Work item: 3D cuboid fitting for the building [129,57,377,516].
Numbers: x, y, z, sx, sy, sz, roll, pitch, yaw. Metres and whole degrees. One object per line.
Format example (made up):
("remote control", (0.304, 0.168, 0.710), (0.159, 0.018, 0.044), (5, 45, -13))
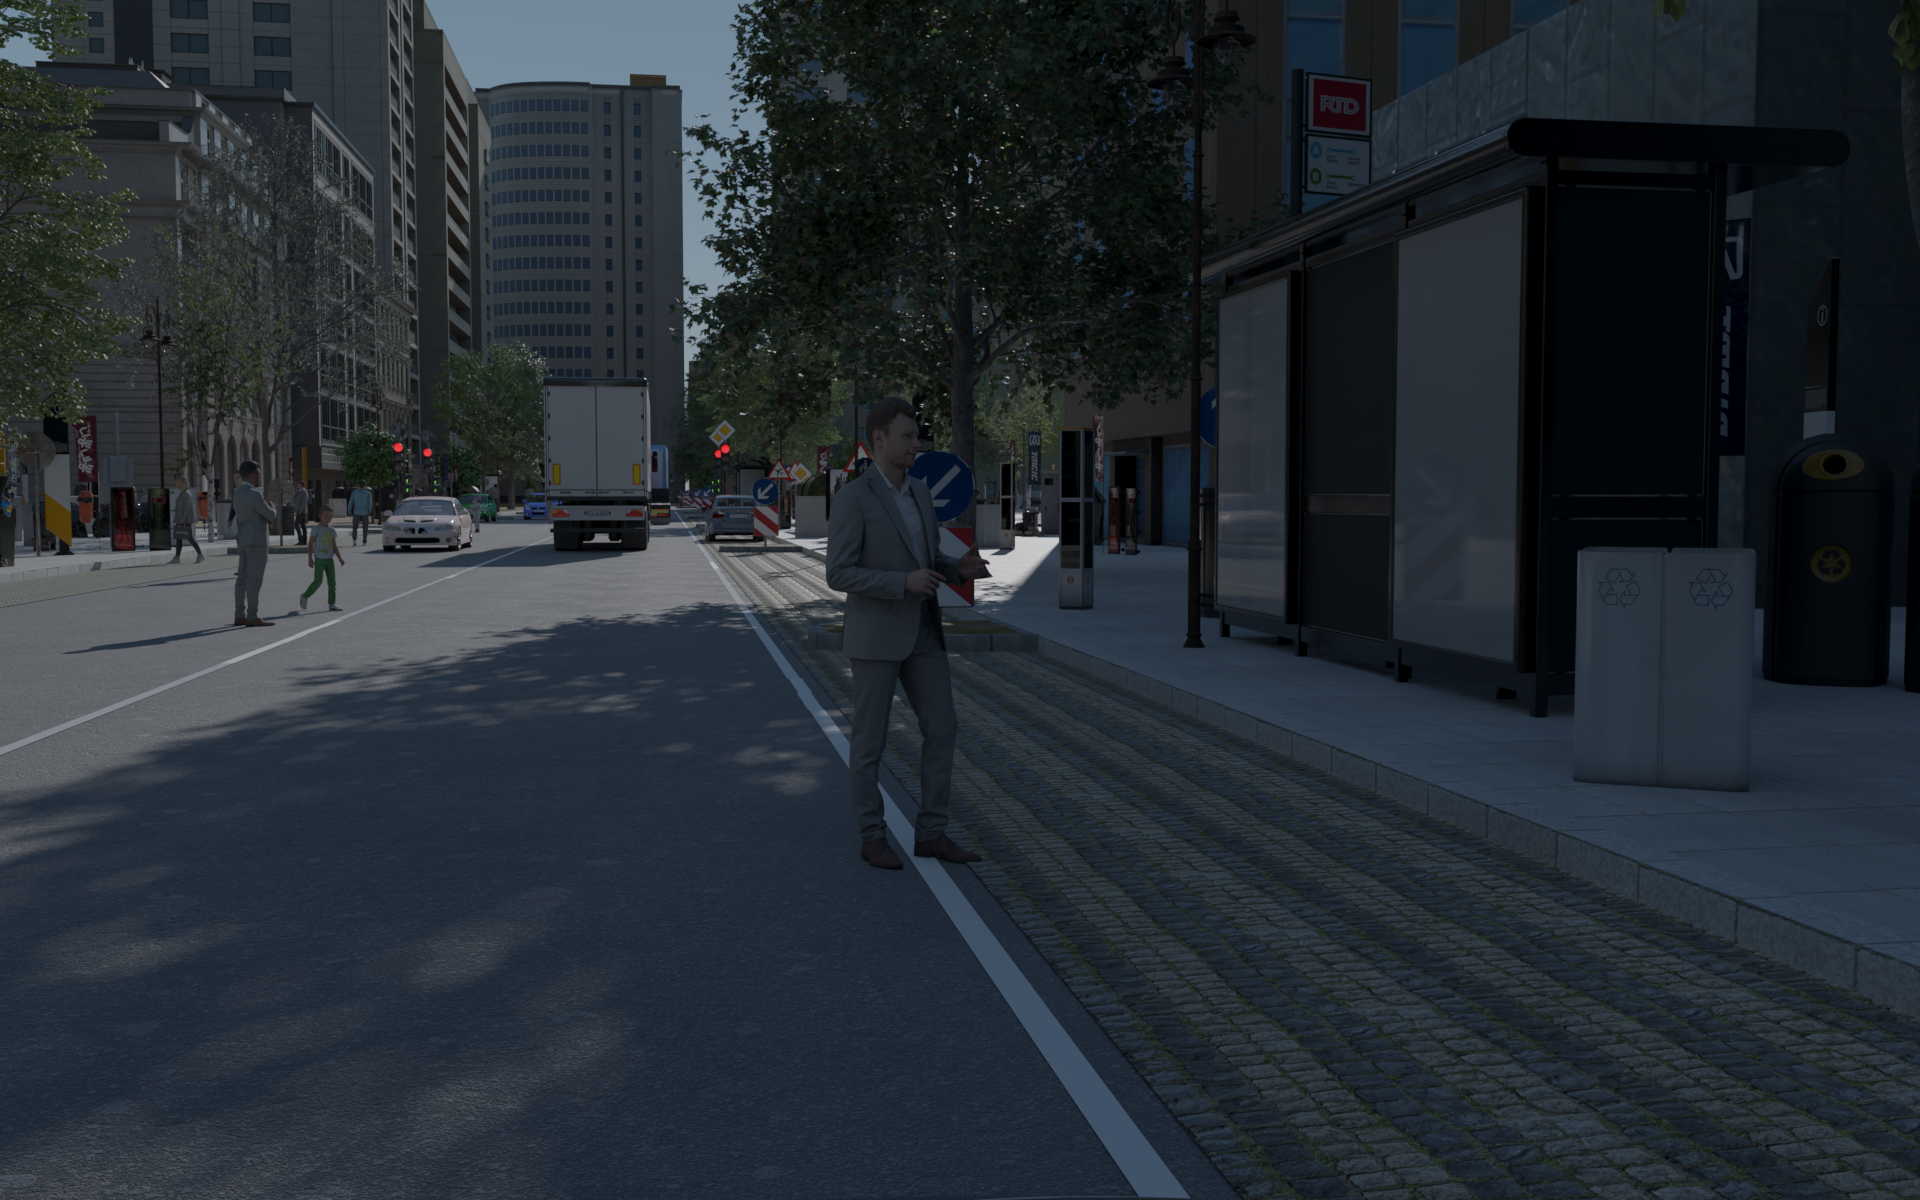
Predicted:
("building", (-46.440, -19.410, 110.854), (14.314, 27.812, 24.014), (-1, 4, -10))

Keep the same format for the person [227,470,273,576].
("person", (-12.325, -1.317, 29.812), (0.659, 1.850, 0.755), (1, 4, 19))

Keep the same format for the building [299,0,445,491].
("building", (-56.627, -43.615, 151.350), (20.563, 71.187, 20.611), (-1, 4, -10))

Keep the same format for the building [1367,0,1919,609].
("building", (20.569, -42.874, 13.658), (22.319, 86.520, 31.000), (-1, 4, -10))

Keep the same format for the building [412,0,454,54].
("building", (-61.009, -33.598, 173.035), (21.300, 48.544, 21.600), (-1, 4, -10))

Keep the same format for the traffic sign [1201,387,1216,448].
("traffic sign", (3.111, -1.232, 20.255), (0.768, 2.556, 0.104), (0, 4, 0))

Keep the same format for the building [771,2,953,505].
("building", (-11.550, -40.439, 203.169), (21.231, 58.520, 28.212), (-1, 4, -10))

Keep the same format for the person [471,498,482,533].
("person", (-17.970, -3.155, 64.360), (0.425, 1.301, 0.394), (0, 4, -2))

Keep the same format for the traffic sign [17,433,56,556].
("traffic sign", (-19.139, -2.189, 35.901), (0.768, 2.556, 0.104), (0, 4, -5))

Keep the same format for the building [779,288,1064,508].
("building", (-3.722, -20.285, 176.705), (27.650, 21.520, 28.899), (-1, 4, -10))

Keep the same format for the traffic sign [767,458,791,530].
("traffic sign", (-6.498, -3.801, 62.147), (0.884, 2.594, 0.081), (-1, 4, -8))

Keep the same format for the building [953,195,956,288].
("building", (-2.066, -36.736, 250.745), (14.200, 45.320, 14.600), (-1, 4, -10))

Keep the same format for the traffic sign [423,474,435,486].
("traffic sign", (-26.943, -5.246, 87.897), (0.606, 2.300, 0.079), (0, 4, 0))

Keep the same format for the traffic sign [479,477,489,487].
("traffic sign", (-34.729, -7.721, 126.338), (0.768, 2.556, 0.104), (-1, 4, -9))

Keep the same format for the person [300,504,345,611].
("person", (-7.843, -0.521, 21.271), (0.590, 1.304, 0.306), (1, 4, 19))

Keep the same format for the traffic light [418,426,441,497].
("traffic light", (-21.893, -5.048, 71.452), (0.839, 4.253, 0.868), (-1, 4, -10))

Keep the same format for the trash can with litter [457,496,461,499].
("trash can with litter", (-32.502, -6.216, 113.024), (0.624, 1.170, 1.055), (-1, 4, -21))

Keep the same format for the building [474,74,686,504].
("building", (-53.375, -42.989, 244.874), (28.212, 58.520, 21.231), (-1, 4, -10))

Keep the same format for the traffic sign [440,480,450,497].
("traffic sign", (-30.484, -6.149, 102.671), (0.606, 2.300, 0.079), (-1, 4, -8))

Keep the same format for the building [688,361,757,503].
("building", (-25.118, -25.037, 254.398), (28.899, 21.520, 27.650), (-1, 4, -10))

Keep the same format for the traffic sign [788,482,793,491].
("traffic sign", (-8.670, -5.336, 87.345), (0.768, 2.556, 0.104), (0, 4, -7))

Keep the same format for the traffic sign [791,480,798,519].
("traffic sign", (-8.684, -5.354, 89.661), (0.606, 2.300, 0.079), (0, 3, 0))

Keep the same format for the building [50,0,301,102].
("building", (-86.998, -46.247, 194.389), (20.611, 71.187, 20.563), (-1, 4, -10))

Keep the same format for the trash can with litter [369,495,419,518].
("trash can with litter", (-30.697, -5.027, 93.244), (2.233, 1.210, 1.678), (1, 4, 8))

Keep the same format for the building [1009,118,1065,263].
("building", (14.987, -36.038, 212.916), (21.600, 48.544, 21.300), (-1, 4, -10))

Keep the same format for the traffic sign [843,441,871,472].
("traffic sign", (-2.419, -2.585, 42.270), (0.884, 2.594, 0.081), (0, 4, -4))

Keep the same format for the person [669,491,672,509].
("person", (-28.579, -9.861, 170.518), (0.721, 1.735, 1.217), (-1, 4, -22))

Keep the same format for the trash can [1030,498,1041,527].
("trash can", (3.093, -3.469, 68.369), (0.748, 1.137, 0.748), (0, 3, 0))

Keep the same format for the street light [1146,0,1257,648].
("street light", (1.960, -2.541, 14.331), (0.468, 5.910, 1.993), (-1, 4, -10))

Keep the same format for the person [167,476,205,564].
("person", (-15.869, -1.640, 35.496), (0.728, 1.800, 0.709), (-2, 4, -32))

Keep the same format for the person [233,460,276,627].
("person", (-7.657, -0.623, 18.871), (0.511, 1.800, 0.466), (2, 4, 29))

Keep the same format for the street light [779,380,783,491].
("street light", (-6.718, -5.643, 65.053), (0.468, 5.910, 1.993), (-1, 4, -10))

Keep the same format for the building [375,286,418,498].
("building", (-48.179, -16.399, 132.745), (10.561, 19.102, 19.286), (-1, 4, -10))

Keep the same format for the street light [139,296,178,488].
("street light", (-18.709, -4.144, 40.549), (0.468, 5.910, 1.993), (-1, 4, -10))

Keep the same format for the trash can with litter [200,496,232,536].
("trash can with litter", (-22.186, -2.587, 53.353), (2.233, 1.210, 1.678), (-1, 4, -22))

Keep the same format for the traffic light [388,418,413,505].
("traffic light", (-20.543, -4.566, 63.582), (0.839, 4.253, 0.868), (-1, 4, -10))

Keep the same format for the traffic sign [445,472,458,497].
("traffic sign", (-29.948, -6.229, 101.951), (0.768, 2.556, 0.104), (0, 4, -4))

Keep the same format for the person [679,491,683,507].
("person", (-28.713, -10.339, 178.093), (0.434, 1.755, 0.990), (0, 4, 5))

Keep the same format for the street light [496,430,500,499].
("street light", (-32.645, -9.146, 122.328), (0.468, 5.910, 1.993), (-1, 4, -10))

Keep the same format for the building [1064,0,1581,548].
("building", (11.085, -24.108, 44.282), (14.600, 45.320, 14.200), (-1, 4, -10))

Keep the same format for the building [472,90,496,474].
("building", (-65.170, -35.129, 198.053), (21.600, 48.544, 21.300), (-1, 4, -10))

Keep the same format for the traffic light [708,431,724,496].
("traffic light", (-10.254, -5.170, 73.458), (0.839, 4.253, 0.868), (-1, 4, -10))

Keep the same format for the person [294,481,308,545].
("person", (-18.399, -2.423, 48.295), (0.473, 1.802, 0.592), (0, 4, -5))

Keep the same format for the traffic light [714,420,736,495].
("traffic light", (-8.904, -4.689, 65.587), (0.839, 4.253, 0.868), (-1, 4, -10))

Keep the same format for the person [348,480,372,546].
("person", (-16.584, -2.406, 47.855), (0.660, 1.820, 0.620), (-1, 4, -12))

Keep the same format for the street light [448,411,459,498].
("street light", (-28.320, -7.597, 96.991), (0.468, 5.910, 1.993), (-1, 4, -10))

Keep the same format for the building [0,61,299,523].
("building", (-42.476, -15.020, 87.372), (13.314, 21.916, 24.055), (-1, 4, -10))

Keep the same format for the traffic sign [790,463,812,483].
("traffic sign", (-5.866, -3.832, 63.842), (0.795, 2.450, 0.064), (0, 4, -6))

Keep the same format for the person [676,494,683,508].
("person", (-28.534, -10.058, 176.139), (0.628, 1.438, 0.799), (2, 4, 30))

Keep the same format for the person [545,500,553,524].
("person", (-19.502, -4.510, 82.573), (0.599, 1.781, 0.374), (3, 5, 39))

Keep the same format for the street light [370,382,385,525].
("street light", (-23.959, -6.028, 71.347), (0.468, 5.910, 1.993), (-1, 4, -10))

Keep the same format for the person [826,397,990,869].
("person", (-0.188, 0.126, 6.632), (0.583, 1.804, 0.606), (2, 4, 35))

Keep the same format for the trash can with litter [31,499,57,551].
("trash can with litter", (-20.767, -1.712, 39.375), (0.624, 1.170, 1.055), (-1, 4, -23))

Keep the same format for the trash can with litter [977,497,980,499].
("trash can with litter", (0.648, -6.256, 113.337), (2.233, 1.210, 1.678), (0, 4, 6))

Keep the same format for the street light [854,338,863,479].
("street light", (-2.380, -4.094, 39.719), (0.468, 5.910, 1.993), (-1, 4, -10))

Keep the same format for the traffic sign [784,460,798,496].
("traffic sign", (-6.353, -4.092, 66.909), (0.884, 2.594, 0.081), (0, 4, -1))

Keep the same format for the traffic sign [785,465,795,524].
("traffic sign", (-7.332, -4.574, 74.892), (0.768, 2.556, 0.104), (0, 4, -3))

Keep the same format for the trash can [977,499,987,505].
("trash can", (0.373, -2.173, 47.179), (0.748, 1.137, 0.748), (0, 3, 0))

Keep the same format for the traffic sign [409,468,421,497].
("traffic sign", (-27.005, -5.230, 85.615), (0.768, 2.556, 0.104), (0, 4, -4))
